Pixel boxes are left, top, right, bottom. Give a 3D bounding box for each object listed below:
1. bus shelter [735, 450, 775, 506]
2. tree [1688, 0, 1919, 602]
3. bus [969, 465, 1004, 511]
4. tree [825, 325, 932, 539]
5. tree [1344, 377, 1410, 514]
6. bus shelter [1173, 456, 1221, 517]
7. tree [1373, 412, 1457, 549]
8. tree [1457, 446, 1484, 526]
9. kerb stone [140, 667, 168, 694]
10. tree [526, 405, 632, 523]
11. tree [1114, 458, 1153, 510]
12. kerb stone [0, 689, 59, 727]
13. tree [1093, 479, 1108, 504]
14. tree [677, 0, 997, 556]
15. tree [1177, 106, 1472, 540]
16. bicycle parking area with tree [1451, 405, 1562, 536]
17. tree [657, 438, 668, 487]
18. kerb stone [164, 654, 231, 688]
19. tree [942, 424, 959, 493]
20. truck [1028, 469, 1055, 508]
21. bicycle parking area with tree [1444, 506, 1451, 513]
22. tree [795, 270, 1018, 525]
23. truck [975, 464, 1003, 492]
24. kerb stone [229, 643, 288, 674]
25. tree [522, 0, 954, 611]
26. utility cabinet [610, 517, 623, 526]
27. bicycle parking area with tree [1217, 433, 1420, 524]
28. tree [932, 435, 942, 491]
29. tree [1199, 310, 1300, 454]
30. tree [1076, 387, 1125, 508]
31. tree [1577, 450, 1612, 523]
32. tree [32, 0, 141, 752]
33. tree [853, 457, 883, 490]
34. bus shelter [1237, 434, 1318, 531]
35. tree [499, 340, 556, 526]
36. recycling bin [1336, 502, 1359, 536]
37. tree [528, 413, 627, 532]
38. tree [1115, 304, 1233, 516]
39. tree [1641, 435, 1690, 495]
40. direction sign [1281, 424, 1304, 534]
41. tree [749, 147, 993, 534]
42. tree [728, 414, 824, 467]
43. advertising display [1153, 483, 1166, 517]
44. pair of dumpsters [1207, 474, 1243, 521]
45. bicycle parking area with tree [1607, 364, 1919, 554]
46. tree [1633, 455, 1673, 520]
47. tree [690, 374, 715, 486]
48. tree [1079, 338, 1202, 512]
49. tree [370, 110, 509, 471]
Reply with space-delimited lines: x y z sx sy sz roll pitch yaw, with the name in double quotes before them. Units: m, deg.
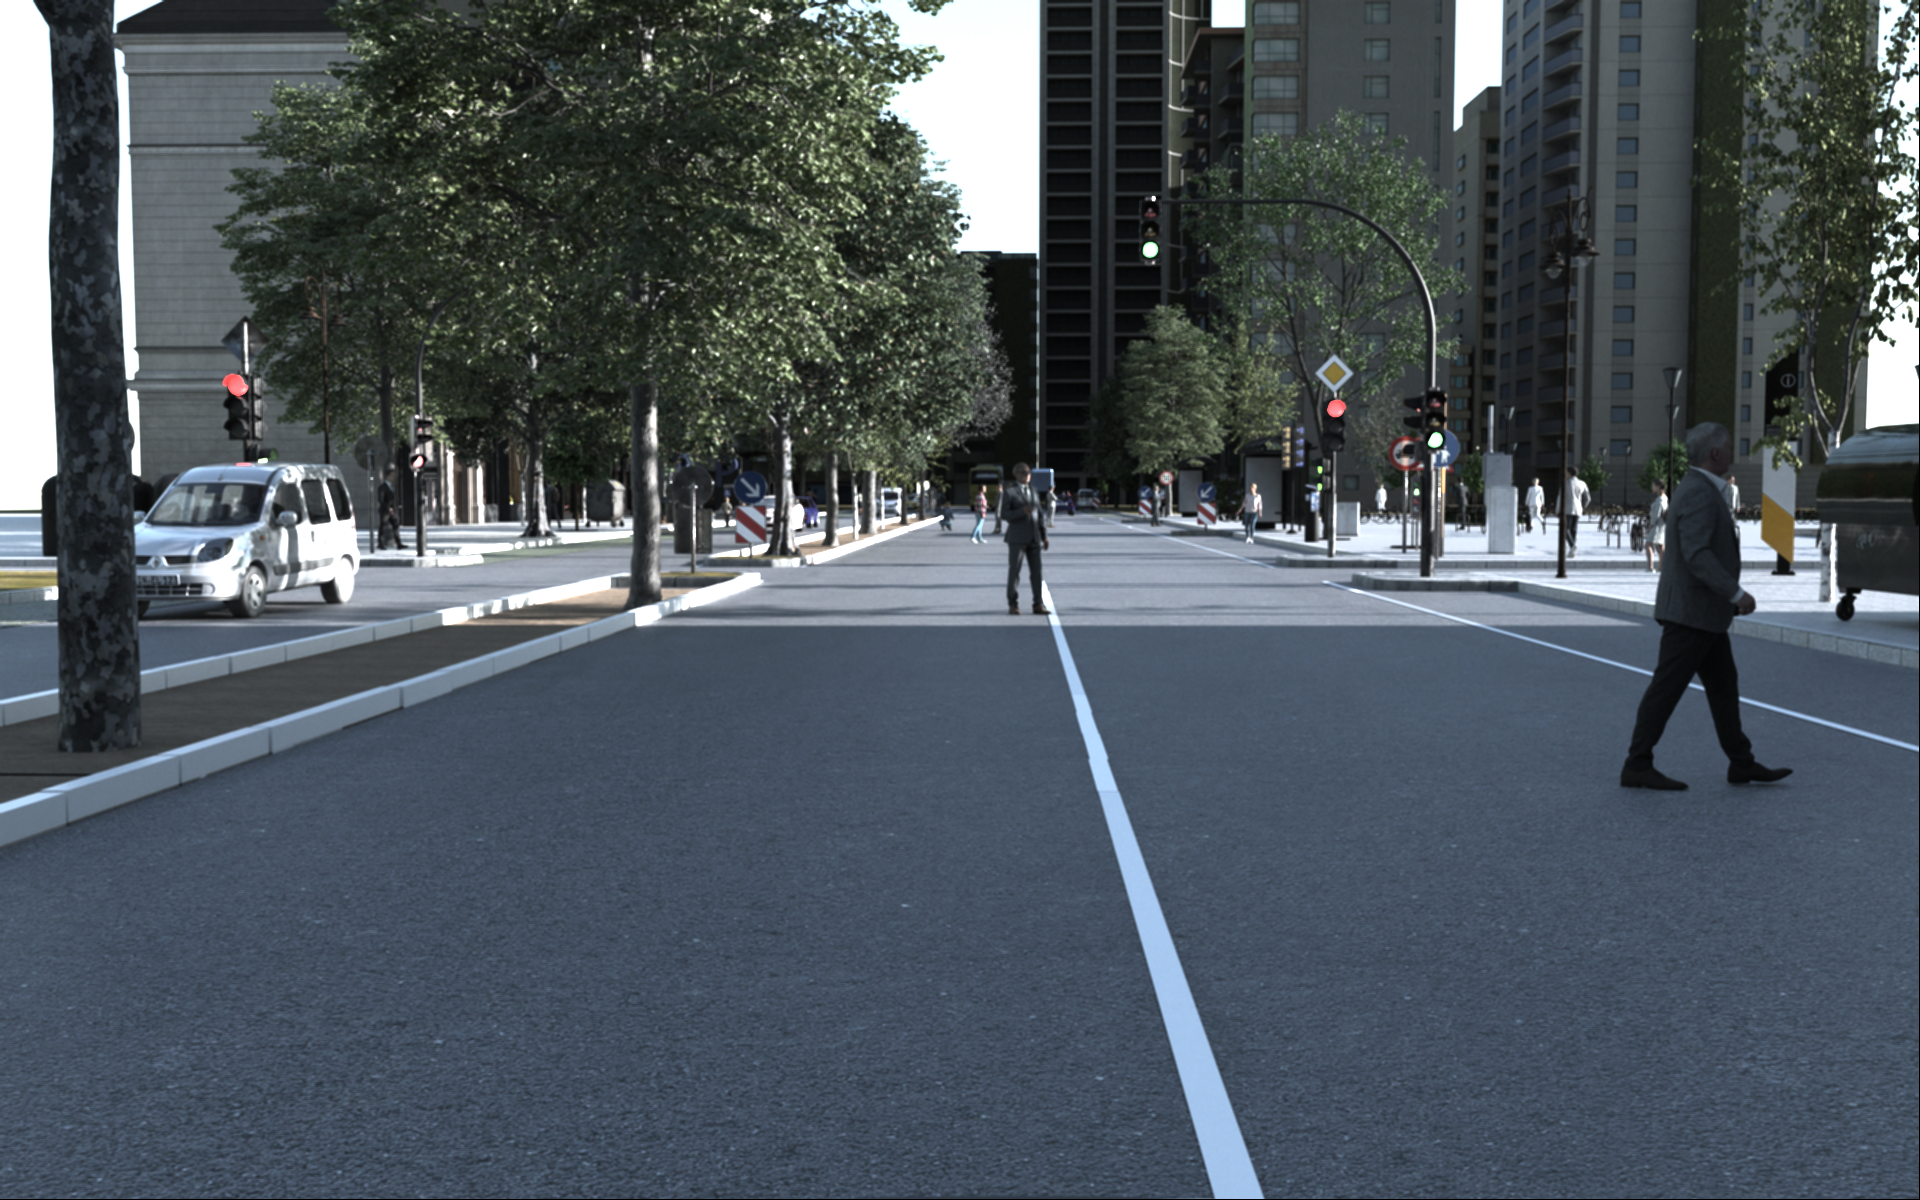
"bus shelter" -11.392 -6.326 94.713 1.731 3.624 6.357 0 4 2
"tree" 10.564 -4.291 20.514 4.737 8.622 4.395 0 3 0
"bus" 2.191 -9.476 146.475 2.896 3.916 12.252 0 4 2
"tree" -3.271 -6.192 54.064 4.737 8.622 4.395 0 3 0
"tree" 25.488 -9.513 105.906 4.360 8.622 3.978 0 3 0
"bus shelter" 13.000 -6.201 95.313 2.014 3.302 5.546 0 4 2
"tree" 10.728 -2.841 41.057 1.663 3.219 1.824 0 3 0
"tree" 20.814 -4.572 69.356 1.663 3.219 1.824 0 3 0
"kerb stone" -5.883 0.614 12.167 0.120 0.150 1.000 0 4 2
"tree" -16.757 -7.711 76.436 4.737 8.622 4.395 0 3 0
"tree" 13.909 -9.587 140.467 4.285 4.588 4.351 0 3 0
"kerb stone" -5.915 0.681 11.140 0.120 0.150 1.000 0 4 2
"tree" 14.975 -11.615 184.511 1.663 3.219 1.824 0 3 0
"tree" -4.013 -7.319 39.123 9.611 12.733 9.660 0 3 0
"tree" 10.183 -7.480 48.052 9.928 11.665 9.643 0 3 0
"bicycle parking area with tree" 20.230 -4.202 55.709 8.231 4.147 9.016 1 4 17
"tree" -16.845 -8.042 81.849 4.737 8.622 4.395 0 3 0
"kerb stone" -5.854 0.551 13.188 0.120 0.150 1.000 0 4 2
"tree" -2.110 -9.046 100.714 4.737 8.622 4.395 0 3 0
"truck" 8.661 -11.525 178.192 2.967 4.110 18.799 0 4 0
"bicycle parking area with tree" 31.099 -6.490 93.115 9.016 4.147 8.231 0 4 4
"tree" -2.020 -10.965 92.101 12.009 13.543 11.850 0 3 0
"truck" 2.736 -10.761 164.849 2.839 4.237 11.283 0 3 0
"kerb stone" -5.810 0.488 14.216 0.120 0.150 1.000 0 4 2
"tree" -3.930 -6.151 21.159 7.486 12.596 7.792 0 3 0
"utility cabinet" -13.825 -3.734 69.726 0.318 1.500 1.173 -2 4 -24
"bicycle parking area with tree" 15.908 -5.546 77.675 9.016 4.147 8.231 1 4 13
"tree" -3.142 -7.162 69.915 4.737 8.622 4.395 0 3 0
"tree" 11.490 -7.192 67.959 4.737 8.622 4.395 0 3 0
"tree" 14.219 -14.142 156.974 9.928 11.665 9.643 0 3 0
"tree" 27.938 -5.032 76.869 1.663 3.219 1.824 0 3 0
"tree" -6.023 -9.277 10.021 12.611 20.169 13.585 0 3 0
"tree" -9.710 -13.788 175.796 4.360 8.622 3.978 0 3 0
"bus shelter" 11.043 -4.082 60.670 2.014 3.302 5.546 0 4 2
"tree" -17.330 -7.222 68.442 4.360 8.622 3.978 0 3 0
"recycling bin" 11.838 -2.480 53.096 0.722 1.027 0.722 0 4 8
"tree" -13.190 -4.641 59.590 4.285 4.588 4.351 0 3 0
"tree" 12.804 -11.355 103.777 7.486 12.596 7.792 0 3 0
"tree" 38.641 -6.752 94.106 4.285 4.588 4.351 0 3 0
"direction sign" 10.741 -3.911 55.939 0.876 3.537 0.379 -2 4 -26
"tree" -3.294 -9.320 61.502 9.857 13.997 8.962 0 3 0
"tree" -11.568 -10.807 111.112 8.767 10.594 7.601 -1 4 -16
"advertising display" 11.226 -5.630 97.271 0.123 1.923 0.974 -3 5 -39
"pair of dumpsters" 12.987 -5.051 85.070 1.574 2.255 4.437 0 4 2
"bicycle parking area with tree" 18.590 -3.156 38.605 8.231 4.147 9.016 2 4 26
"tree" 33.910 -5.537 85.127 1.663 3.219 1.824 0 3 0
"tree" -15.813 -8.739 93.247 4.737 8.622 4.395 0 3 0
"tree" 13.473 -12.874 127.501 9.611 12.733 9.660 0 3 0
"tree" -12.801 -8.235 51.652 9.611 12.733 9.660 0 3 0
